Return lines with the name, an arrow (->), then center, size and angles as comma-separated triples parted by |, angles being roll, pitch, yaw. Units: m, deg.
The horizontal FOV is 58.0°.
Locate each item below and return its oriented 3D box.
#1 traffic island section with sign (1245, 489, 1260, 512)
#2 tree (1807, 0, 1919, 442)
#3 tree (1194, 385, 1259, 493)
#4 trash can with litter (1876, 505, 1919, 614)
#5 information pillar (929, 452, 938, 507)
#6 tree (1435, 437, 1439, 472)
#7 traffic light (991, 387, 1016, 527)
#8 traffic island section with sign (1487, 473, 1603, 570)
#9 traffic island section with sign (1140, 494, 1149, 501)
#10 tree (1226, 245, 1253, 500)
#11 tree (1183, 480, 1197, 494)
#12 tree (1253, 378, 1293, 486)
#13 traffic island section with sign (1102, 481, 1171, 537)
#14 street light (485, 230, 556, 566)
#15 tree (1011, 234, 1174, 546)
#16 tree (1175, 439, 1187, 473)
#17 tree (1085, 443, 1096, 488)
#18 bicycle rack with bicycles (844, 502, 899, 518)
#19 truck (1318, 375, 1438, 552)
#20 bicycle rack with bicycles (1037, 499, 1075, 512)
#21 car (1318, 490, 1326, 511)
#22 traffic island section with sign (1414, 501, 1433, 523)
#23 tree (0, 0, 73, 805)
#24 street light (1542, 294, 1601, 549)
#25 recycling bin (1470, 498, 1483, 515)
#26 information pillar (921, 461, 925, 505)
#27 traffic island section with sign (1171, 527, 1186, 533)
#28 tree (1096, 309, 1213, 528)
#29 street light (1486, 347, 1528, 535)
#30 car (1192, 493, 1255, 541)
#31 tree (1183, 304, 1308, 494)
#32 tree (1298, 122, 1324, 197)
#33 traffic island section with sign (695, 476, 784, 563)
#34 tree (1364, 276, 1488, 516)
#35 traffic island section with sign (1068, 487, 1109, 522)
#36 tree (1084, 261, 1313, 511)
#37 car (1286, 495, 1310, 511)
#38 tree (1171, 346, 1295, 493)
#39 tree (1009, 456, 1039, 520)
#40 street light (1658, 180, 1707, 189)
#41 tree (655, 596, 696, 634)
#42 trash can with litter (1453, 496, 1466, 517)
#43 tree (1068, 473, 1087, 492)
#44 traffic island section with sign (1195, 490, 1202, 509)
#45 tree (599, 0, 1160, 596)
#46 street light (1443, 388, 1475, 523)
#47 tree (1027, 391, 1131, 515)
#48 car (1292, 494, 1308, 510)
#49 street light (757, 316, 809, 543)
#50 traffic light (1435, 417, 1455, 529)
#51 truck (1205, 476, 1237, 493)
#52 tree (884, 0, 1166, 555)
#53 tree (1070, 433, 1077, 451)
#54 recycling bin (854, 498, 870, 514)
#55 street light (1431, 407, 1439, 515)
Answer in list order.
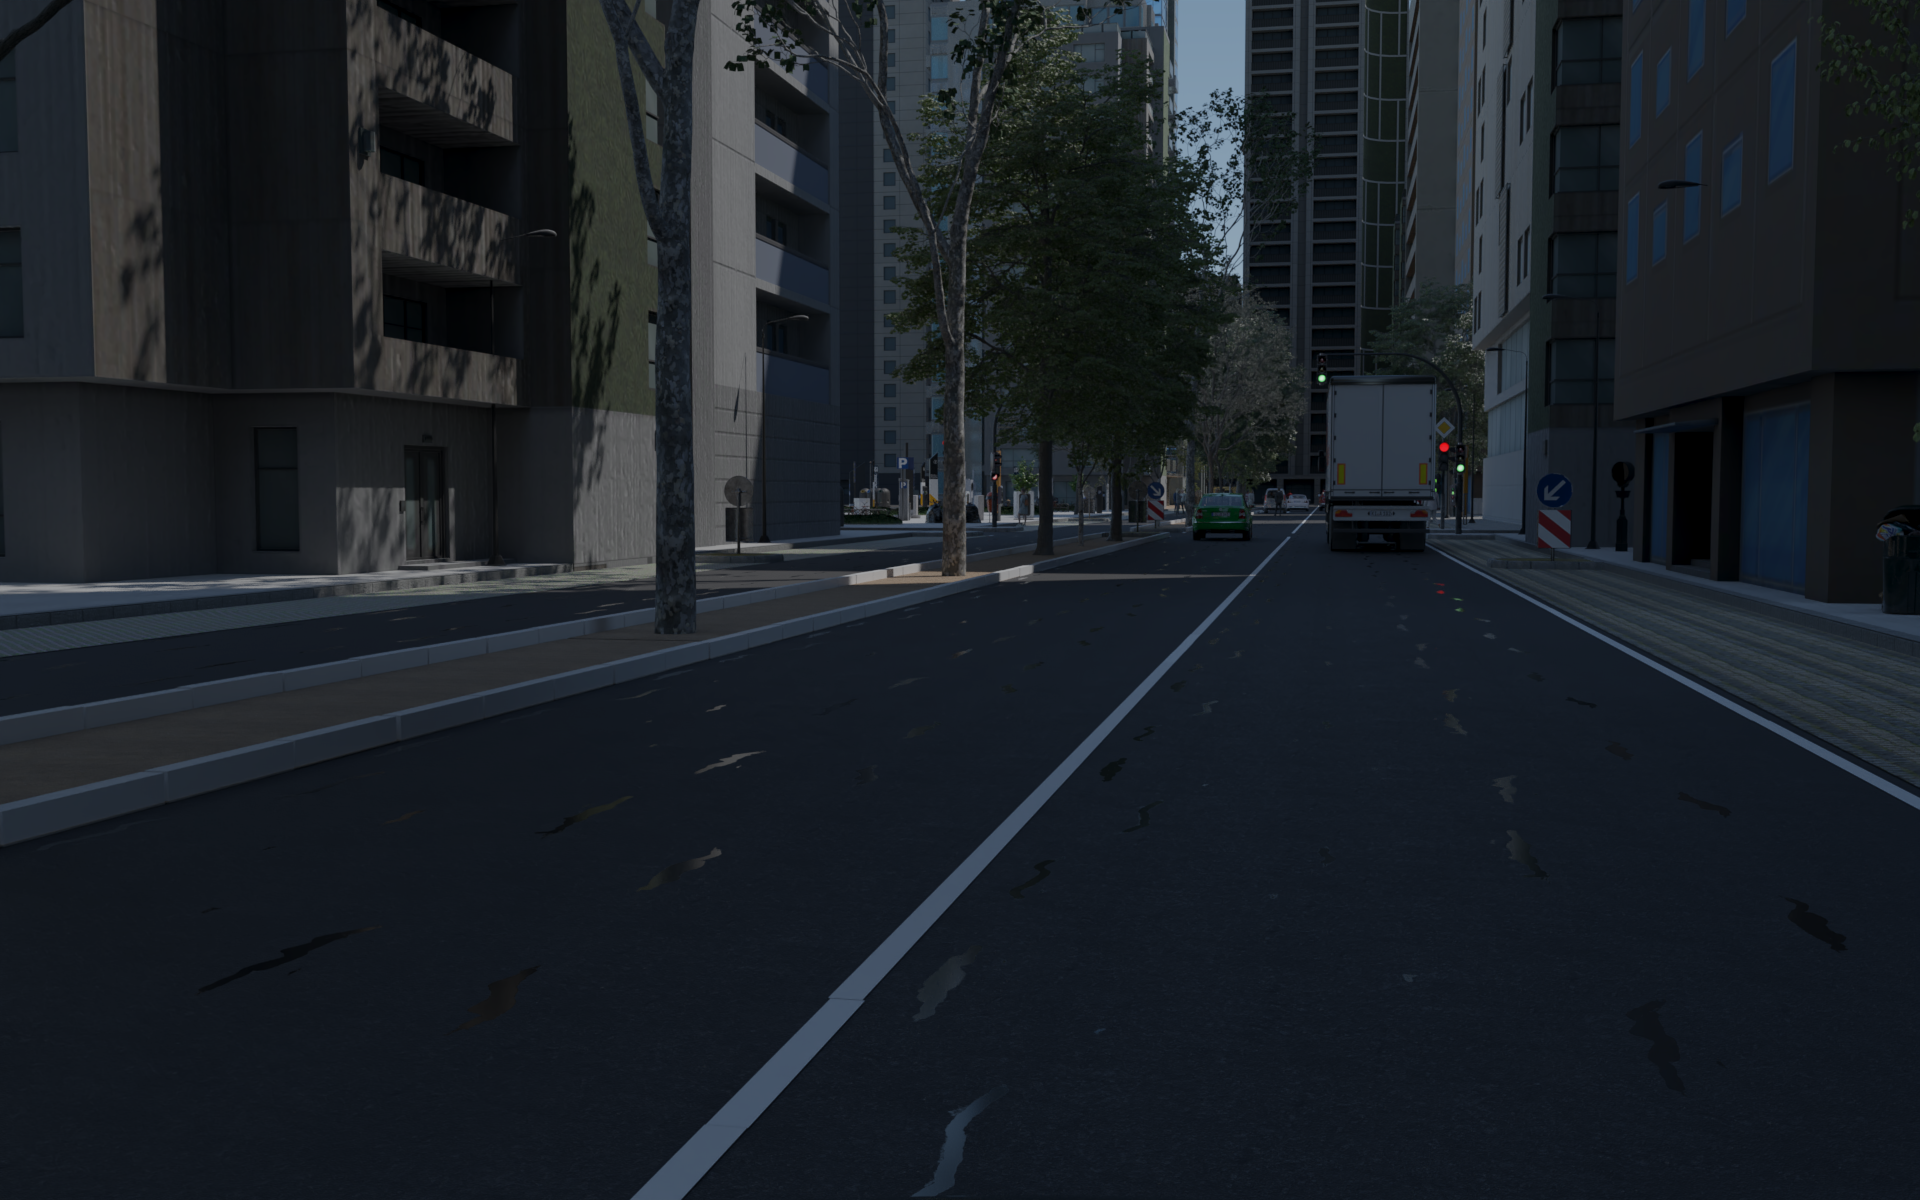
traffic island section with sign -> 23.124, -7.977, 138.554 | 2.006, 1.907, 1.989 | 1, 4, 12
tree -> 9.763, -3.927, 14.563 | 4.737, 8.622, 4.395 | 0, 3, 0
tree -> 16.962, -9.501, 108.154 | 4.737, 8.622, 4.395 | 0, 3, 0
trash can with litter -> 10.157, -0.450, 18.740 | 0.624, 1.170, 1.055 | 1, 4, 18
information pillar -> -1.449, -6.411, 96.175 | 0.504, 3.616, 0.183 | -1, 4, -23
tree -> 35.209, -11.063, 131.242 | 4.360, 8.622, 3.978 | 0, 3, 0
traffic light -> 3.412, -5.597, 66.175 | 4.771, 5.953, 1.251 | 1, 4, 12
traffic island section with sign -> 11.312, -1.527, 33.595 | 1.989, 1.847, 2.006 | 1, 4, 12
traffic island section with sign -> 12.574, -6.675, 117.768 | 1.989, 1.847, 2.006 | 1, 4, 12
tree -> 4.713, -8.077, 52.635 | 7.486, 12.596, 7.792 | 0, 3, 0
tree -> 25.437, -12.156, 193.350 | 1.663, 3.219, 1.824 | 0, 3, 0
tree -> 20.283, -12.462, 124.345 | 7.486, 12.596, 7.792 | 0, 3, 0
traffic island section with sign -> 5.862, -3.039, 57.827 | 2.006, 1.907, 1.989 | 1, 4, 12
street light -> -7.777, -3.557, 30.701 | 1.470, 5.913, 1.316 | 1, 4, 12
tree -> 3.286, -5.743, 46.720 | 4.737, 8.622, 4.395 | 0, 3, 0
tree -> 25.077, -14.503, 187.485 | 4.737, 8.622, 4.395 | 0, 3, 0
tree -> 10.339, -10.615, 123.911 | 4.360, 8.622, 3.978 | 0, 3, 0
bicycle rack with bicycles -> -4.128, -3.874, 76.724 | 2.925, 0.926, 2.852 | -1, 4, -17
truck -> 11.086, -3.520, 46.466 | 2.839, 4.237, 11.283 | 1, 4, 11
bicycle rack with bicycles -> 6.903, -6.619, 121.608 | 2.925, 0.926, 2.852 | 0, 4, 5
car -> 31.733, -8.522, 148.000 | 2.281, 1.827, 5.304 | 1, 4, 12
traffic island section with sign -> 22.851, -4.826, 87.535 | 1.989, 1.847, 2.006 | 1, 4, 12
tree -> -4.732, -4.823, 7.063 | 9.928, 11.665, 9.643 | 0, 3, 0
street light -> 14.213, -4.142, 40.271 | 1.470, 5.913, 1.316 | 1, 4, 12
recycling bin -> 31.770, -5.736, 106.337 | 0.722, 1.027, 0.722 | 0, 4, 6
information pillar -> -2.648, -8.098, 123.763 | 0.183, 3.616, 0.504 | 2, 4, 30
traffic island section with sign -> 7.420, -3.482, 65.069 | 2.006, 1.907, 1.989 | 1, 4, 12
tree -> 7.581, -6.924, 66.022 | 4.360, 8.622, 3.978 | 0, 3, 0
street light -> 17.348, -5.036, 54.880 | 1.470, 5.913, 1.316 | 1, 4, 12
car -> 8.349, -2.816, 54.846 | 1.959, 1.807, 4.718 | 1, 4, 11
tree -> 18.683, -12.635, 115.691 | 9.857, 13.997, 8.962 | 0, 3, 0
tree -> 9.055, -13.330, 76.292 | 12.611, 20.169, 13.585 | 0, 3, 0
traffic island section with sign -> -4.809, -1.705, 36.505 | 1.989, 1.847, 2.006 | 1, 4, 12
tree -> 28.066, -11.772, 99.121 | 9.857, 13.997, 8.962 | 0, 3, 0
traffic island section with sign -> 6.789, -5.021, 90.722 | 1.989, 1.847, 2.006 | 1, 4, 12
tree -> 13.029, -10.803, 89.460 | 12.009, 13.543, 11.850 | 0, 3, 0
car -> 28.130, -8.068, 144.268 | 2.083, 1.381, 4.827 | 1, 4, 11
tree -> 15.523, -10.100, 102.003 | 8.767, 10.594, 7.601 | 1, 4, 12
tree -> 3.107, -5.649, 86.967 | 1.663, 3.219, 1.824 | 0, 3, 0
street light -> 11.016, -3.250, 25.674 | 1.470, 5.913, 1.316 | 1, 4, 12
tree -> -3.925, -9.779, 18.234 | 12.611, 20.169, 13.585 | 0, 3, 0
trash can with litter -> 27.947, -5.218, 96.701 | 0.624, 1.170, 1.055 | -1, 4, -17
tree -> 9.698, -8.928, 140.574 | 1.663, 3.219, 1.824 | 0, 3, 0
traffic island section with sign -> 22.921, -9.636, 166.170 | 1.989, 1.847, 2.006 | 1, 4, 12
tree -> -1.115, -10.536, 30.608 | 12.611, 20.169, 13.585 | 0, 3, 0
street light -> 21.998, -6.337, 76.154 | 1.470, 5.913, 1.316 | 1, 4, 12
tree -> 7.568, -10.591, 107.582 | 7.601, 10.594, 8.767 | 1, 4, 9
car -> 31.044, -9.018, 159.443 | 2.014, 1.417, 4.499 | 1, 4, 13
street light -> -4.620, -4.450, 45.306 | 1.470, 5.913, 1.316 | 1, 4, 12
traffic light -> 17.597, -4.539, 63.133 | 0.839, 4.253, 0.868 | 1, 4, 12
truck -> 24.404, -9.973, 158.976 | 3.469, 3.379, 9.791 | 1, 4, 11
tree -> 1.969, -7.337, 40.541 | 7.486, 12.596, 7.792 | 0, 3, 0
tree -> 12.600, -13.583, 132.452 | 12.009, 13.543, 11.850 | 0, 3, 0
recycling bin -> -5.902, -5.595, 104.037 | 0.722, 1.027, 0.722 | -2, 4, -33
street light -> 25.151, -7.258, 91.207 | 1.470, 5.913, 1.316 | 1, 4, 12
